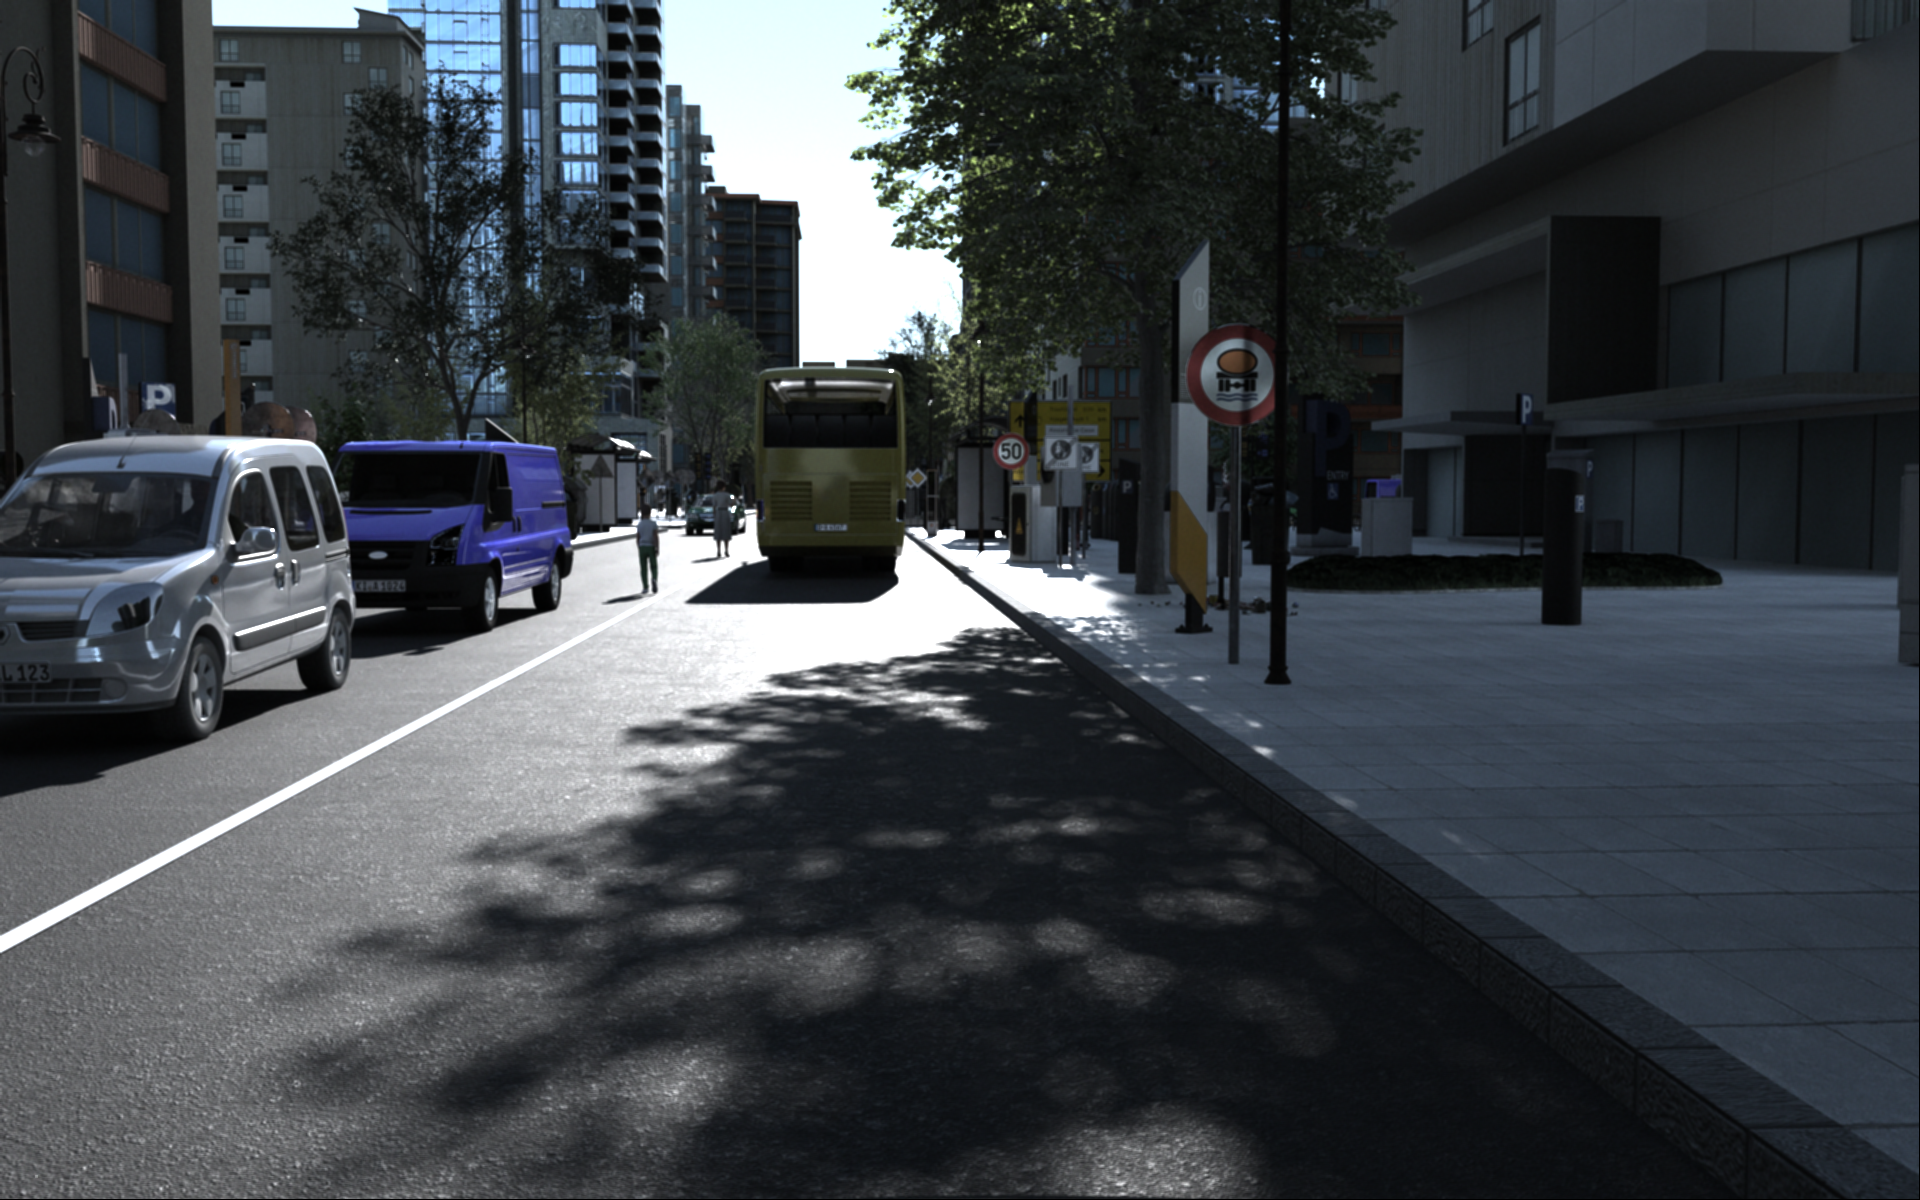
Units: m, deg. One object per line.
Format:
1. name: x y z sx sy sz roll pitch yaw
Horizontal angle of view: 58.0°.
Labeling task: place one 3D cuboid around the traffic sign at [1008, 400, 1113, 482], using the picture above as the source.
1. traffic sign: 2.161 -2.665 37.447 2.265 3.308 0.079 0 4 -2

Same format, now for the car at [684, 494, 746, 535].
1. car: -8.744 -3.083 62.202 2.131 1.459 4.920 0 4 -2

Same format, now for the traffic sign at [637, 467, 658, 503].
1. traffic sign: -11.671 -3.731 64.641 0.795 2.450 0.064 0 4 -3

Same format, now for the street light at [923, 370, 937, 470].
1. street light: -1.111 -5.632 64.864 0.468 5.910 1.993 0 4 -3

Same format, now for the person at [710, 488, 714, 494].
1. person: -10.392 -3.862 72.646 0.512 1.701 0.522 2 4 23

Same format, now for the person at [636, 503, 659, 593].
1. person: -4.489 -0.745 24.930 0.306 1.304 0.590 -1 4 -20

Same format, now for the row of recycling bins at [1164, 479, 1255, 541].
1. row of recycling bins: 7.274 -2.499 47.967 3.534 1.692 1.069 2 4 32

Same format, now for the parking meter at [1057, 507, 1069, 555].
1. parking meter: 2.122 -1.729 36.687 0.372 1.533 0.369 0 3 0

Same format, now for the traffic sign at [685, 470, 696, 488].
1. traffic sign: -14.300 -5.572 91.202 0.768 2.556 0.104 0 4 2

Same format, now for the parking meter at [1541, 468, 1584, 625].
1. parking meter: 5.936 -0.529 17.052 0.372 1.533 0.369 0 3 0

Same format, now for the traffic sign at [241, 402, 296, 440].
1. traffic sign: -9.551 -1.455 23.900 0.768 2.556 0.104 0 4 -2

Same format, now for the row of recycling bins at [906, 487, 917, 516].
1. row of recycling bins: -3.136 -5.910 103.734 1.069 1.692 3.534 0 4 -5

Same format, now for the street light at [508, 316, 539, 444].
1. street light: -10.772 -4.286 42.869 0.468 5.910 1.993 0 4 -3

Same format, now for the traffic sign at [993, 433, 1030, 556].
1. traffic sign: 1.063 -2.196 36.009 0.768 2.556 0.104 0 4 1

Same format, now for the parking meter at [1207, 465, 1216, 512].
1. parking meter: 4.324 -1.531 30.746 0.399 1.863 0.255 0 4 3

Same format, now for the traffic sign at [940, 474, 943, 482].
1. traffic sign: -1.337 -6.560 107.357 0.768 2.556 0.104 0 4 -3

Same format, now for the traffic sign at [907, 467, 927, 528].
1. traffic sign: -1.594 -3.767 65.236 0.795 2.450 0.064 0 4 -3

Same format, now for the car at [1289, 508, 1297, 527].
1. car: 11.439 -3.671 68.809 4.718 1.807 1.959 0 4 -5

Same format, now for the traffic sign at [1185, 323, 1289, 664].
1. traffic sign: 2.072 -0.790 13.029 0.768 2.556 0.104 0 4 4

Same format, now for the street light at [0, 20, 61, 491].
1. street light: -9.145 -2.680 16.598 0.468 5.910 1.993 0 4 -3

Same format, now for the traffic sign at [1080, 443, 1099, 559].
1. traffic sign: 2.452 -1.966 34.273 0.606 2.300 0.079 0 4 2

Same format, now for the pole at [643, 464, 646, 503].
1. pole: -21.582 -7.625 118.518 0.158 3.312 0.155 0 3 0

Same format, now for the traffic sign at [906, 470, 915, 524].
1. traffic sign: -2.082 -4.255 73.206 0.795 2.450 0.064 0 4 -3

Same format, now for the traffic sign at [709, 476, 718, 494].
1. traffic sign: -17.321 -7.421 121.433 0.768 2.556 0.104 0 4 6

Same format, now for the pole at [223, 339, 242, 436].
1. pole: -9.595 -1.778 22.906 0.158 3.312 0.155 0 3 0

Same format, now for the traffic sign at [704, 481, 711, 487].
1. traffic sign: -17.872 -7.558 123.674 0.768 2.556 0.104 0 4 6

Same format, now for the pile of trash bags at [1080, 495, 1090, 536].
1. pile of trash bags: 4.843 -2.751 54.729 3.447 1.369 1.912 -3 5 -42

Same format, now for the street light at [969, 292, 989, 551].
1. street light: 0.476 -4.027 38.637 0.468 5.910 1.993 0 4 -3

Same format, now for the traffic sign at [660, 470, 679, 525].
1. traffic sign: -12.159 -4.218 72.612 0.795 2.450 0.064 0 4 -3

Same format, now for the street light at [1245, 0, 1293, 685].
1. street light: 2.154 -2.372 11.564 0.468 5.910 1.993 0 4 -3

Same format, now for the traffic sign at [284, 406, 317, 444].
1. traffic sign: -9.661 -1.524 25.018 0.768 2.556 0.104 0 4 1

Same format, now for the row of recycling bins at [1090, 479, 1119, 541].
1. row of recycling bins: 4.462 -2.539 48.629 1.069 1.692 3.534 -1 4 -9

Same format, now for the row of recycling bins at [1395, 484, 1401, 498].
1. row of recycling bins: 16.717 -3.412 62.901 1.069 1.692 3.534 3 4 36

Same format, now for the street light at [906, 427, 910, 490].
1. street light: -2.848 -7.426 94.210 0.468 5.910 1.993 0 4 -3

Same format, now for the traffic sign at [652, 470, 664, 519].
1. traffic sign: -15.889 -5.551 90.864 0.768 2.556 0.104 0 4 1

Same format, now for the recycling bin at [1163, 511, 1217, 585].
1. recycling bin: 3.282 -0.755 24.901 0.722 1.027 0.722 1 4 18

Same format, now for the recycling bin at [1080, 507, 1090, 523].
1. recycling bin: 5.515 -3.995 77.878 0.722 1.027 0.722 -1 4 -21

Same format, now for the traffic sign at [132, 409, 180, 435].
1. traffic sign: -12.015 -1.576 25.874 0.768 2.556 0.104 0 4 5

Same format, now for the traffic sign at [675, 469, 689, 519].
1. traffic sign: -14.131 -5.376 88.010 0.768 2.556 0.104 0 4 -3

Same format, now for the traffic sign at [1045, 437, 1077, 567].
1. traffic sign: 1.777 -1.738 30.544 0.606 2.300 0.079 0 4 2

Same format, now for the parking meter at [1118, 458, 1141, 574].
1. parking meter: 2.780 -1.362 27.975 0.399 1.863 0.255 3 5 40

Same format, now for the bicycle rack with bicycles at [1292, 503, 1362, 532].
1. bicycle rack with bicycles: 12.774 -2.851 59.996 2.852 0.926 2.925 0 4 -6

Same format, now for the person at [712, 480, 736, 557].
1. person: -5.360 -1.855 39.391 0.480 1.755 0.524 1 4 8

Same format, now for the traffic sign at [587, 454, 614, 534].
1. traffic sign: -11.603 -3.420 55.921 0.884 2.594 0.081 0 4 3

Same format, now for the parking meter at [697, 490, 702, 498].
1. parking meter: -17.694 -6.692 117.824 0.372 1.533 0.369 0 3 0
